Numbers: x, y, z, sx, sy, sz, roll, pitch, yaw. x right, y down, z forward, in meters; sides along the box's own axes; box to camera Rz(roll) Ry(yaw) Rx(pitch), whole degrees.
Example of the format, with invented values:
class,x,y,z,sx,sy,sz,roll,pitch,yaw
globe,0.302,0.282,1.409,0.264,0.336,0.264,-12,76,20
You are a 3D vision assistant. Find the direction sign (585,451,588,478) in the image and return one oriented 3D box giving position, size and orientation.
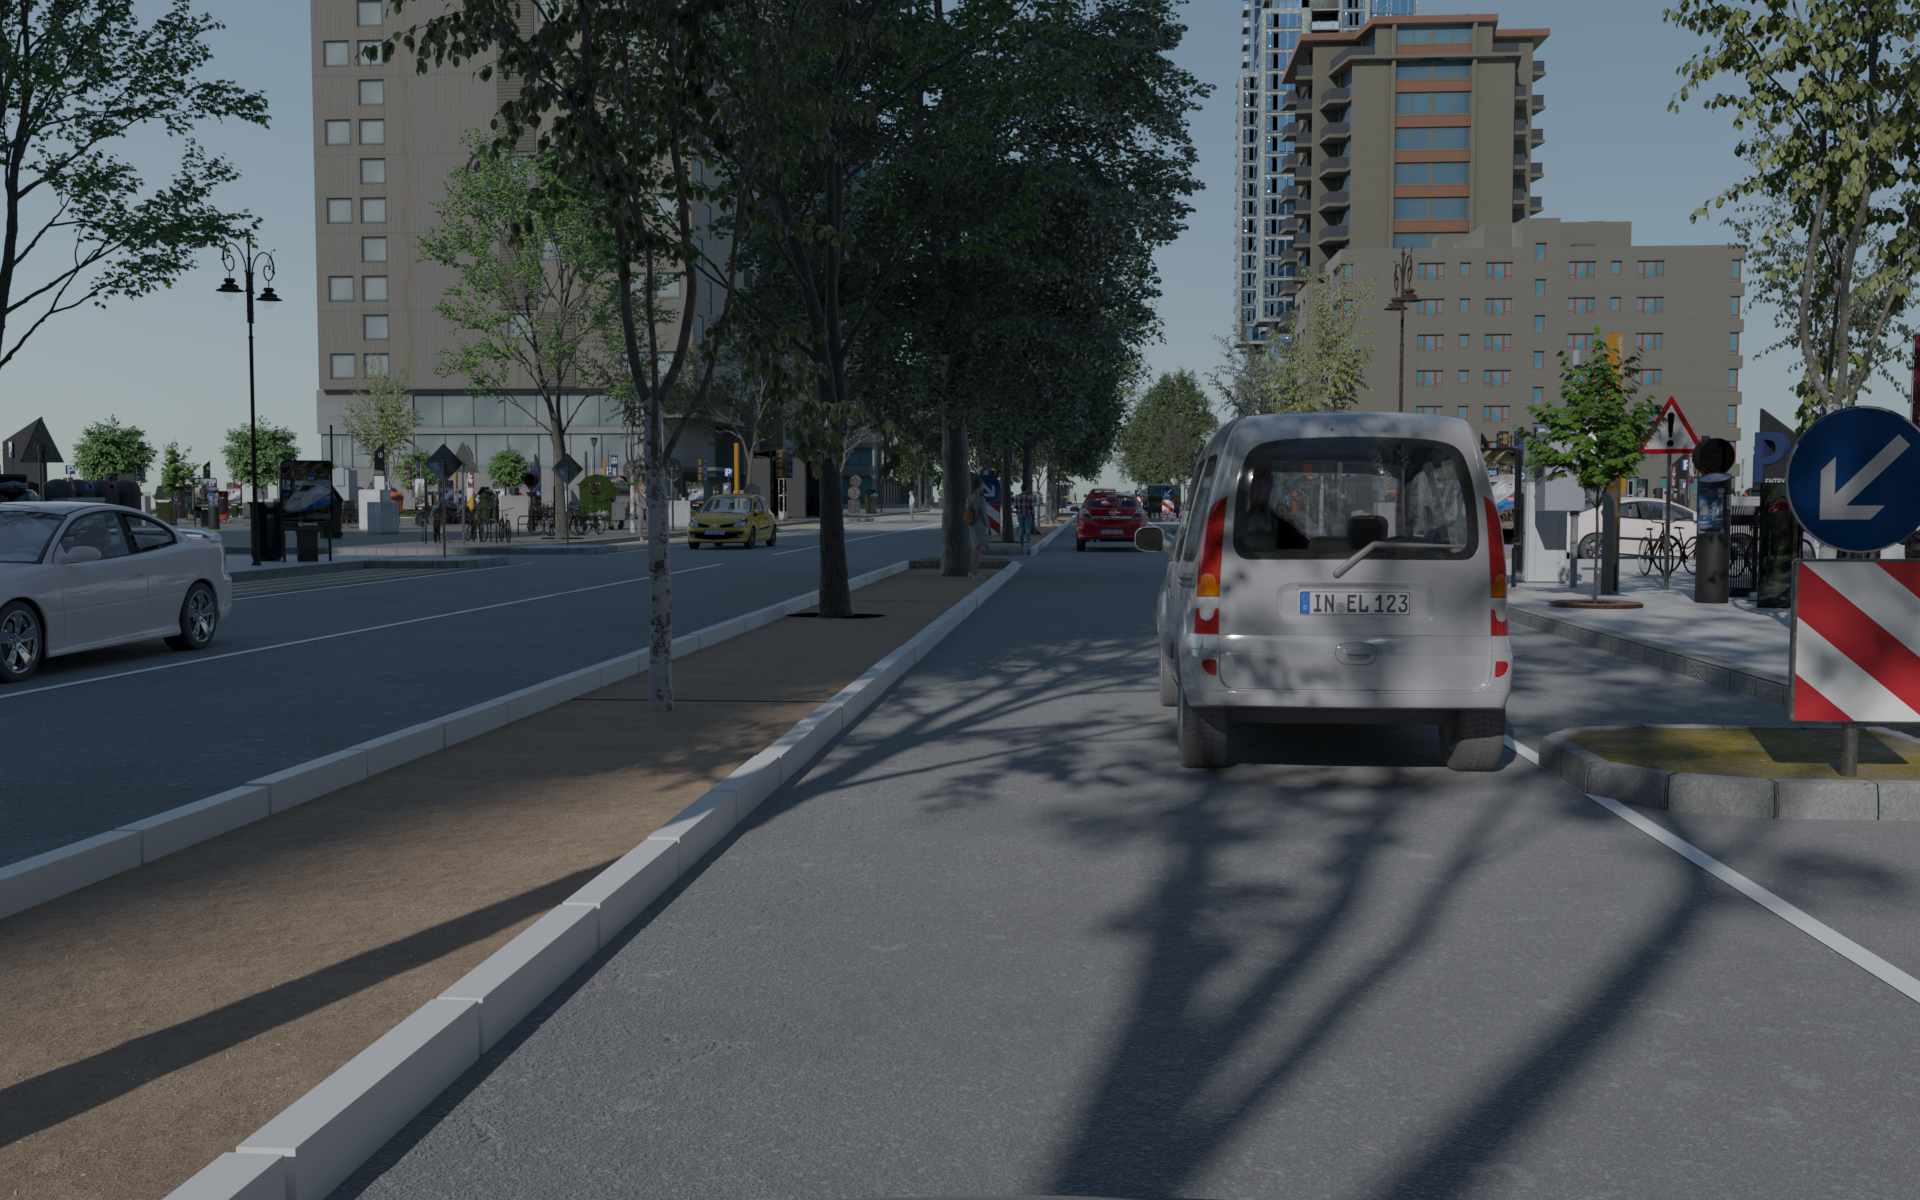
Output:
class,x,y,z,sx,sy,sz,roll,pitch,yaw
direction sign,-19.916,-6.136,92.321,0.379,3.537,0.876,-1,4,-20

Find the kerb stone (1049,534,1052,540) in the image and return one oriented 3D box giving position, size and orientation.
class,x,y,z,sx,sy,sz,roll,pitch,yaw
kerb stone,2.595,-1.791,51.487,0.120,0.150,1.000,0,4,5

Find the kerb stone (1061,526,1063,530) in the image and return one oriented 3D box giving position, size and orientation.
class,x,y,z,sx,sy,sz,roll,pitch,yaw
kerb stone,3.693,-2.603,64.754,0.120,0.150,1.000,0,4,5

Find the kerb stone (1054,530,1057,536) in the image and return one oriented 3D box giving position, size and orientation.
class,x,y,z,sx,sy,sz,roll,pitch,yaw
kerb stone,3.006,-2.104,56.593,0.120,0.150,1.000,0,4,5

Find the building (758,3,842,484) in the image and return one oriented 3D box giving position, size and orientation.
class,x,y,z,sx,sy,sz,roll,pitch,yaw
building,-22.533,-44.796,170.669,20.563,71.187,20.611,0,4,5

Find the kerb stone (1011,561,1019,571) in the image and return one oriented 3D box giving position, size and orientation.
class,x,y,z,sx,sy,sz,roll,pitch,yaw
kerb stone,0.953,-0.571,31.524,0.120,0.150,1.000,0,4,5

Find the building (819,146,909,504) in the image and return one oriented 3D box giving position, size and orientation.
class,x,y,z,sx,sy,sz,roll,pitch,yaw
building,-19.370,-37.230,228.310,23.786,49.044,30.456,0,4,5

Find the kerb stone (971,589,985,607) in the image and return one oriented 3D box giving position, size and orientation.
class,x,y,z,sx,sy,sz,roll,pitch,yaw
kerb stone,0.198,-0.007,22.310,0.120,0.150,1.000,0,4,5

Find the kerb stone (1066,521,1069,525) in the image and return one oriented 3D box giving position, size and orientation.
class,x,y,z,sx,sy,sz,roll,pitch,yaw
kerb stone,4.526,-3.226,74.979,0.120,0.150,1.000,0,4,5

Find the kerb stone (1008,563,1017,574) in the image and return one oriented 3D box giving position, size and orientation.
class,x,y,z,sx,sy,sz,roll,pitch,yaw
kerb stone,0.869,-0.508,30.505,0.120,0.150,1.000,0,4,5

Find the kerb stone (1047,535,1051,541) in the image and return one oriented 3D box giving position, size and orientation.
class,x,y,z,sx,sy,sz,roll,pitch,yaw
kerb stone,2.507,-1.729,50.467,0.120,0.150,1.000,0,4,5

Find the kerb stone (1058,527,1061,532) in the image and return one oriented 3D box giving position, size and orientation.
class,x,y,z,sx,sy,sz,roll,pitch,yaw
kerb stone,3.424,-2.413,61.698,0.120,0.150,1.000,0,4,5

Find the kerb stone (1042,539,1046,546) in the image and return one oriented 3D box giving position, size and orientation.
class,x,y,z,sx,sy,sz,roll,pitch,yaw
kerb stone,2.169,-1.479,46.379,0.120,0.150,1.000,0,4,5

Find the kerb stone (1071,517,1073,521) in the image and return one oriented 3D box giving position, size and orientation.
class,x,y,z,sx,sy,sz,roll,pitch,yaw
kerb stone,5.438,-3.915,86.213,0.120,0.150,1.000,0,4,5

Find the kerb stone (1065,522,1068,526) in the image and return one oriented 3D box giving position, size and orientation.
class,x,y,z,sx,sy,sz,roll,pitch,yaw
kerb stone,4.354,-3.103,72.934,0.120,0.150,1.000,0,4,5

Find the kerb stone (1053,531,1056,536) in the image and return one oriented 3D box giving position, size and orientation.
class,x,y,z,sx,sy,sz,roll,pitch,yaw
kerb stone,2.919,-2.041,55.569,0.120,0.150,1.000,0,4,5

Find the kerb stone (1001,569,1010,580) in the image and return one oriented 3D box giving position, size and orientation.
class,x,y,z,sx,sy,sz,roll,pitch,yaw
kerb stone,0.693,-0.379,28.462,0.120,0.150,1.000,0,4,5

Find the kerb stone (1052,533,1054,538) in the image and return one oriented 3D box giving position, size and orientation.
class,x,y,z,sx,sy,sz,roll,pitch,yaw
kerb stone,2.758,-1.917,53.531,0.120,0.150,1.000,0,4,5

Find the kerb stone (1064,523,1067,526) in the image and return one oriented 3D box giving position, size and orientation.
class,x,y,z,sx,sy,sz,roll,pitch,yaw
kerb stone,4.188,-2.976,70.879,0.120,0.150,1.000,0,4,5

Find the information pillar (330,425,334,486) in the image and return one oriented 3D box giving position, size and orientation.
class,x,y,z,sx,sy,sz,roll,pitch,yaw
information pillar,-21.241,-4.113,58.604,0.183,3.616,0.504,-1,4,-19

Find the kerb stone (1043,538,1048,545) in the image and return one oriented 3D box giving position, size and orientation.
class,x,y,z,sx,sy,sz,roll,pitch,yaw
kerb stone,2.255,-1.541,47.398,0.120,0.150,1.000,0,4,5

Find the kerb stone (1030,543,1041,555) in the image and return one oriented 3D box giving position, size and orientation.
class,x,y,z,sx,sy,sz,roll,pitch,yaw
kerb stone,1.834,-1.229,42.296,0.120,0.150,1.000,0,4,5

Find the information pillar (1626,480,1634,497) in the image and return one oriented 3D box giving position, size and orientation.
class,x,y,z,sx,sy,sz,roll,pitch,yaw
information pillar,35.873,-5.401,92.801,0.304,2.012,0.304,0,4,3

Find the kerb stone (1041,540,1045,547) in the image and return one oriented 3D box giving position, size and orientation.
class,x,y,z,sx,sy,sz,roll,pitch,yaw
kerb stone,2.083,-1.416,45.351,0.120,0.150,1.000,0,4,5

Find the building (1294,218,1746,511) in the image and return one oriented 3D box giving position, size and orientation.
class,x,y,z,sx,sy,sz,roll,pitch,yaw
building,41.768,-17.780,135.735,27.650,21.520,28.899,0,4,5

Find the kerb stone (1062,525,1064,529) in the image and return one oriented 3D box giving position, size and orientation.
class,x,y,z,sx,sy,sz,roll,pitch,yaw
kerb stone,3.851,-2.727,66.792,0.120,0.150,1.000,0,4,5

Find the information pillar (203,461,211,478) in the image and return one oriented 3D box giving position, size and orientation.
class,x,y,z,sx,sy,sz,roll,pitch,yaw
information pillar,-52.121,-7.865,119.949,0.504,3.616,0.183,-1,4,-10

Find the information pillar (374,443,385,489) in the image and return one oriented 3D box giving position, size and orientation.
class,x,y,z,sx,sy,sz,roll,pitch,yaw
information pillar,-26.618,-5.391,79.499,0.504,3.616,0.183,1,4,10

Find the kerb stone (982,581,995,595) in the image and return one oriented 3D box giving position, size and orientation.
class,x,y,z,sx,sy,sz,roll,pitch,yaw
kerb stone,0.360,-0.133,24.373,0.120,0.150,1.000,0,4,5

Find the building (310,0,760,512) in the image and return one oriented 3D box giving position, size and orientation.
class,x,y,z,sx,sy,sz,roll,pitch,yaw
building,-30.750,-33.235,132.638,28.713,52.752,27.495,0,4,5

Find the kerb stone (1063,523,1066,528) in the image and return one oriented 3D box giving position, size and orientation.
class,x,y,z,sx,sy,sz,roll,pitch,yaw
kerb stone,4.101,-2.915,69.861,0.120,0.150,1.000,0,4,5

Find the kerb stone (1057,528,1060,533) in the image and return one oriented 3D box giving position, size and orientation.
class,x,y,z,sx,sy,sz,roll,pitch,yaw
kerb stone,3.347,-2.353,60.666,0.120,0.150,1.000,0,4,5

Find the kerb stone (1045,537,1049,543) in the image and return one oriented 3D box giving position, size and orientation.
class,x,y,z,sx,sy,sz,roll,pitch,yaw
kerb stone,2.345,-1.604,48.426,0.120,0.150,1.000,0,4,5

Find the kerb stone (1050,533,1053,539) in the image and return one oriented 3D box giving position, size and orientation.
class,x,y,z,sx,sy,sz,roll,pitch,yaw
kerb stone,2.679,-1.854,52.511,0.120,0.150,1.000,0,4,5

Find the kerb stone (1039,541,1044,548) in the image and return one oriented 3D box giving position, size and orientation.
class,x,y,z,sx,sy,sz,roll,pitch,yaw
kerb stone,2.001,-1.353,44.333,0.120,0.150,1.000,0,4,5

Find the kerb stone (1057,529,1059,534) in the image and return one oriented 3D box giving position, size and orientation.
class,x,y,z,sx,sy,sz,roll,pitch,yaw
kerb stone,3.266,-2.290,59.647,0.120,0.150,1.000,0,4,5

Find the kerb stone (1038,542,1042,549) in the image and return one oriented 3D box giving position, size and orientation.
class,x,y,z,sx,sy,sz,roll,pitch,yaw
kerb stone,1.921,-1.292,43.314,0.120,0.150,1.000,0,4,5

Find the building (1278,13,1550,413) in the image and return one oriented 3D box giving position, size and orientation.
class,x,y,z,sx,sy,sz,roll,pitch,yaw
building,41.971,-31.150,163.934,22.147,44.769,28.867,0,4,5

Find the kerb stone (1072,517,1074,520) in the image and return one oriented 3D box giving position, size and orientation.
class,x,y,z,sx,sy,sz,roll,pitch,yaw
kerb stone,5.539,-3.978,87.235,0.120,0.150,1.000,0,4,5

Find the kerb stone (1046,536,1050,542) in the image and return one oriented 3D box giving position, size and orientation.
class,x,y,z,sx,sy,sz,roll,pitch,yaw
kerb stone,2.427,-1.667,49.449,0.120,0.150,1.000,0,4,5

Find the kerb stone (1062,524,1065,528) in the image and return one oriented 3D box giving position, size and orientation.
class,x,y,z,sx,sy,sz,roll,pitch,yaw
kerb stone,3.927,-2.791,67.824,0.120,0.150,1.000,0,4,5

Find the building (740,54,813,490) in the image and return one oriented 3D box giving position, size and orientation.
class,x,y,z,sx,sy,sz,roll,pitch,yaw
building,-21.106,-28.735,153.415,14.154,41.232,14.086,0,4,5

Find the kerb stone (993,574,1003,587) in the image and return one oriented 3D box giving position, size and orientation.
class,x,y,z,sx,sy,sz,roll,pitch,yaw
kerb stone,0.524,-0.254,26.411,0.120,0.150,1.000,0,4,5

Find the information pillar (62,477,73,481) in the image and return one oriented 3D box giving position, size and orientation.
class,x,y,z,sx,sy,sz,roll,pitch,yaw
information pillar,-38.739,-4.329,75.263,0.304,2.012,0.304,1,4,18

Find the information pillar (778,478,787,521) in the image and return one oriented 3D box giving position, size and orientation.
class,x,y,z,sx,sy,sz,roll,pitch,yaw
information pillar,-8.315,-4.699,81.319,0.304,2.012,0.304,2,4,26

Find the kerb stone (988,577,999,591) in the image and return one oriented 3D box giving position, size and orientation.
class,x,y,z,sx,sy,sz,roll,pitch,yaw
kerb stone,0.448,-0.195,25.391,0.120,0.150,1.000,0,4,5

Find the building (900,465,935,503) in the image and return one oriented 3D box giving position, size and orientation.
class,x,y,z,sx,sy,sz,roll,pitch,yaw
building,-18.984,-25.346,259.447,27.650,21.520,28.899,0,4,5

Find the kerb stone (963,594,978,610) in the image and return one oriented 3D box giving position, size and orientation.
class,x,y,z,sx,sy,sz,roll,pitch,yaw
kerb stone,0.100,0.056,21.277,0.120,0.150,1.000,0,4,5

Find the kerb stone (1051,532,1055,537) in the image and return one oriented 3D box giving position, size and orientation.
class,x,y,z,sx,sy,sz,roll,pitch,yaw
kerb stone,2.843,-1.974,54.550,0.120,0.150,1.000,0,4,5

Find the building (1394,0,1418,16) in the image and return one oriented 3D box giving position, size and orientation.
class,x,y,z,sx,sy,sz,roll,pitch,yaw
building,46.925,-55.721,223.712,22.319,86.520,31.000,0,4,5

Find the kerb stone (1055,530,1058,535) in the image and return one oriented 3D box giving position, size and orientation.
class,x,y,z,sx,sy,sz,roll,pitch,yaw
kerb stone,3.090,-2.166,57.611,0.120,0.150,1.000,0,4,5

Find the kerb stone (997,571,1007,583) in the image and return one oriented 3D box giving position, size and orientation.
class,x,y,z,sx,sy,sz,roll,pitch,yaw
kerb stone,0.611,-0.321,27.436,0.120,0.150,1.000,0,4,5

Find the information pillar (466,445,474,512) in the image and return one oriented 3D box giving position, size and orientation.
class,x,y,z,sx,sy,sz,roll,pitch,yaw
information pillar,-23.435,-5.594,82.823,0.183,3.616,0.504,-3,5,-42

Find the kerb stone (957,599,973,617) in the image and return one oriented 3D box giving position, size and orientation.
class,x,y,z,sx,sy,sz,roll,pitch,yaw
kerb stone,0.027,0.119,20.254,0.120,0.150,1.000,0,4,5

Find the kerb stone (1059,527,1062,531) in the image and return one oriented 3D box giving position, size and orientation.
class,x,y,z,sx,sy,sz,roll,pitch,yaw
kerb stone,3.517,-2.478,62.718,0.120,0.150,1.000,0,4,5

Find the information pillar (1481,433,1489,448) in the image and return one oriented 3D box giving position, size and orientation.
class,x,y,z,sx,sy,sz,roll,pitch,yaw
information pillar,20.032,-4.578,66.210,0.183,3.616,0.504,-1,4,-14

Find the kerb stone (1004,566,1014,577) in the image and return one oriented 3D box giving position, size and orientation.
class,x,y,z,sx,sy,sz,roll,pitch,yaw
kerb stone,0.784,-0.445,29.486,0.120,0.150,1.000,0,4,5

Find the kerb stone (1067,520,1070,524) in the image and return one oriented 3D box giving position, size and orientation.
class,x,y,z,sx,sy,sz,roll,pitch,yaw
kerb stone,4.691,-3.353,77.020,0.120,0.150,1.000,0,4,5

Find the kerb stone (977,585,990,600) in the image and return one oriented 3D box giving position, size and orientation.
class,x,y,z,sx,sy,sz,roll,pitch,yaw
kerb stone,0.275,-0.070,23.344,0.120,0.150,1.000,0,4,5
